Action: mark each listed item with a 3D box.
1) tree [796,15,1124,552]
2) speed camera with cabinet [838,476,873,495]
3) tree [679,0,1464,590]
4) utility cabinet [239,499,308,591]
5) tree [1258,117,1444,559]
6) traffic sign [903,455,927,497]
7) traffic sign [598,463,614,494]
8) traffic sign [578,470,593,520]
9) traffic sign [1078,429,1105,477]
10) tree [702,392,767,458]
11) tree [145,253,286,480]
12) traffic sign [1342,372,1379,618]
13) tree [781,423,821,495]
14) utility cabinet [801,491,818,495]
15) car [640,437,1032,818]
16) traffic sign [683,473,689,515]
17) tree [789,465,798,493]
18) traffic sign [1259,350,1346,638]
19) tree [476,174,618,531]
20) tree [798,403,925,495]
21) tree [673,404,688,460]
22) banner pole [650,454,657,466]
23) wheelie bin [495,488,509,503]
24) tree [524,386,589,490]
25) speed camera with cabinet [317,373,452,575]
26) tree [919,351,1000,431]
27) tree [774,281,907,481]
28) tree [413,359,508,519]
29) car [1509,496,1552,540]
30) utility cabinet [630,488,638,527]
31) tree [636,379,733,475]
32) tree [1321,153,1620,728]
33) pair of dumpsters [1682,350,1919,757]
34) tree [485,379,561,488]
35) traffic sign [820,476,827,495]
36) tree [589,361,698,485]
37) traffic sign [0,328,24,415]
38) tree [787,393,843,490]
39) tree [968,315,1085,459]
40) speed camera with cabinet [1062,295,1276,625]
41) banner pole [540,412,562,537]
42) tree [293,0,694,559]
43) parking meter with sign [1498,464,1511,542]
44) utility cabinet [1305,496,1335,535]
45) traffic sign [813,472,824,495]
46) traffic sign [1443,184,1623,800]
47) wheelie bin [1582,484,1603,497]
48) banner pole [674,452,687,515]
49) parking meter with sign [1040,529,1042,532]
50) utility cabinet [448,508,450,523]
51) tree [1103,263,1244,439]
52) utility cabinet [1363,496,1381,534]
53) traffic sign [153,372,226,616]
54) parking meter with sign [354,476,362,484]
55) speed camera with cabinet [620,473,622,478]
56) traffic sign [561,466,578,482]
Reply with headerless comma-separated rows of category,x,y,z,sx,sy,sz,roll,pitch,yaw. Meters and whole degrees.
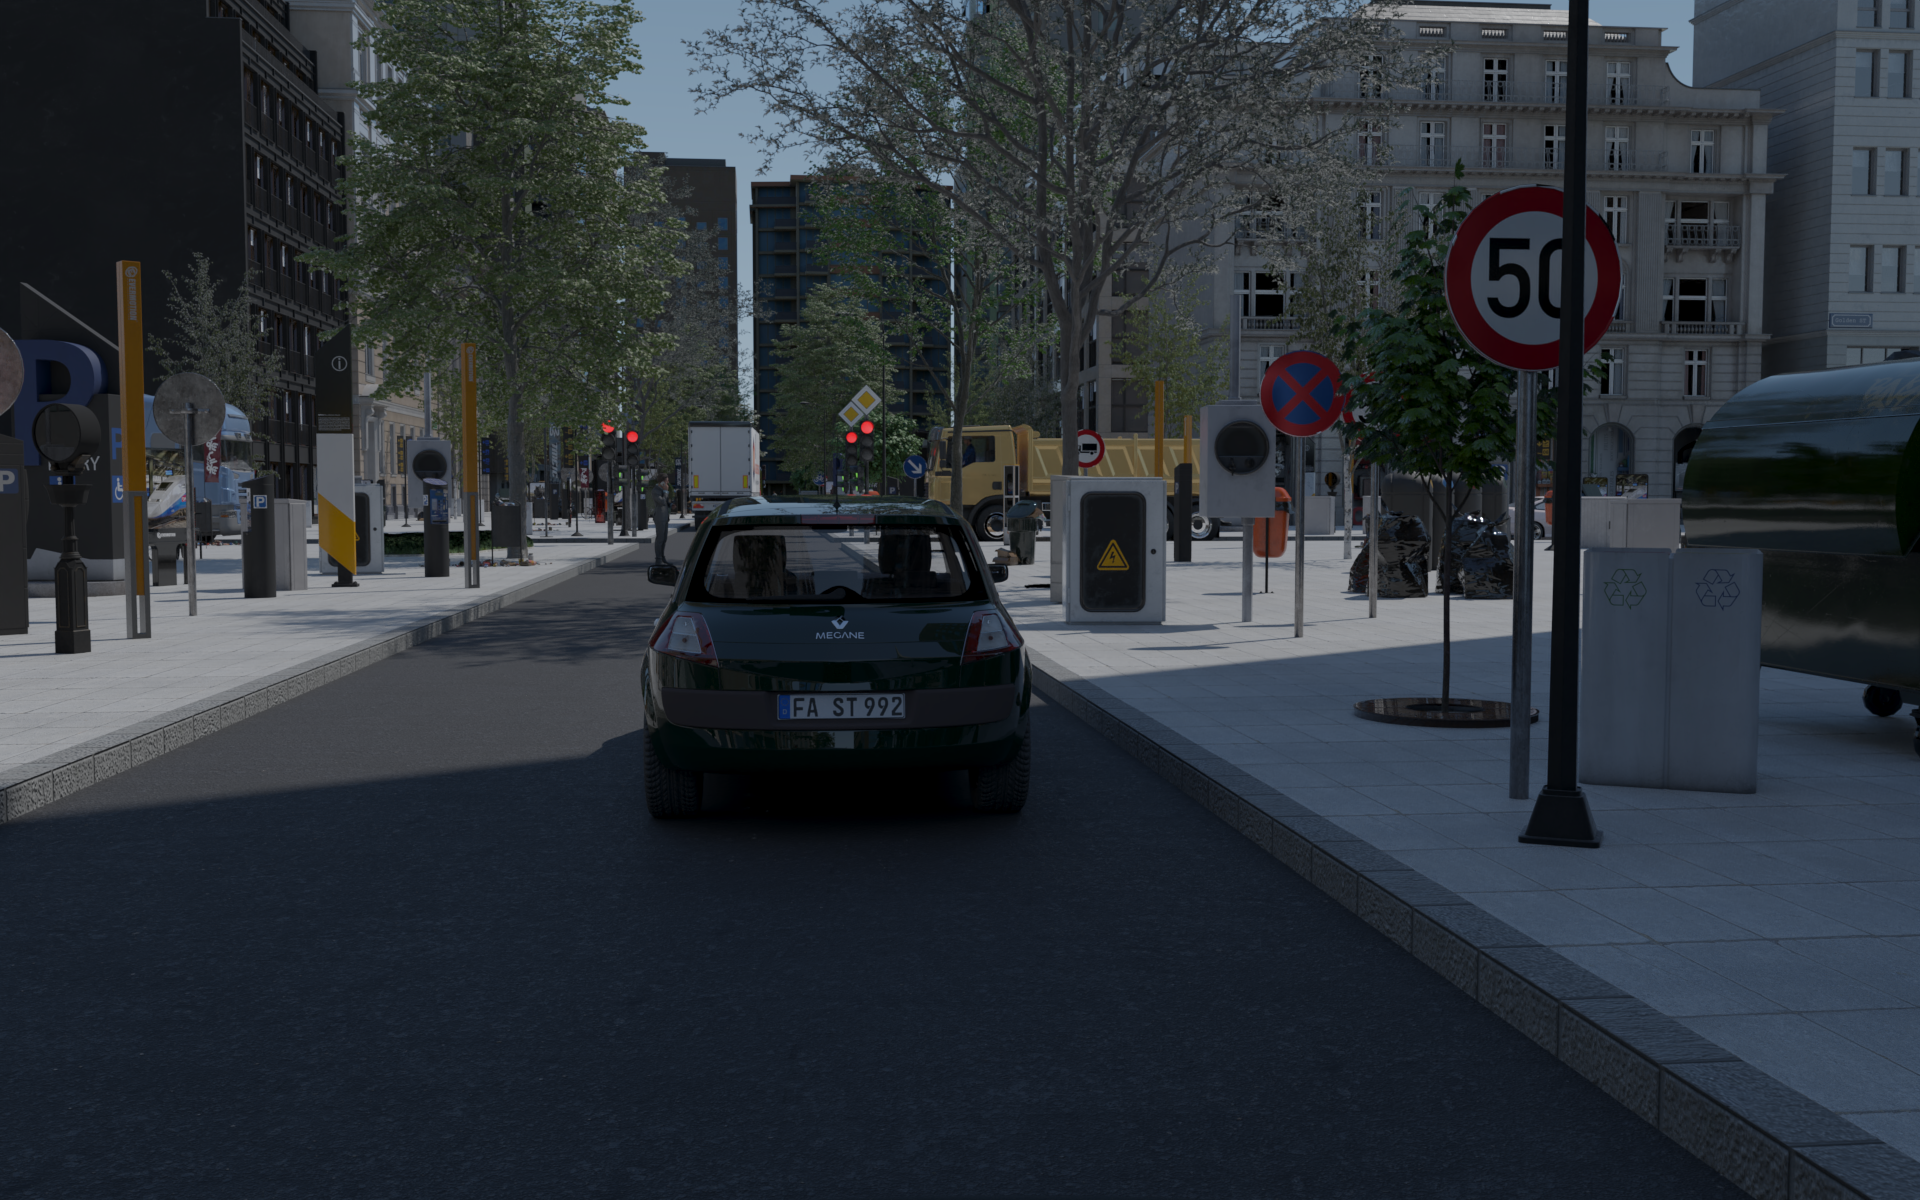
tree,0.046,-6.862,37.954,9.928,11.665,9.643,0,3,0
speed camera with cabinet,-3.998,-4.399,66.259,0.660,3.252,2.038,1,4,22
tree,1.525,-6.894,23.089,12.009,13.543,11.850,0,3,0
utility cabinet,-9.219,-0.741,23.281,1.020,1.237,0.306,2,4,31
tree,7.659,-5.092,33.613,4.360,8.622,3.978,0,3,0
traffic sign,-1.467,-3.457,56.621,0.768,2.556,0.104,0,4,0
traffic sign,-14.364,-4.318,70.704,0.768,2.556,0.104,0,4,-5
traffic sign,-18.796,-5.312,86.957,0.768,2.556,0.104,0,4,0
traffic sign,2.465,-2.073,34.005,0.768,2.556,0.104,0,4,-4
tree,-25.882,-17.339,190.141,9.857,13.997,8.962,0,3,0
tree,-22.394,-6.254,52.623,4.360,8.622,3.978,0,3,0
traffic sign,4.282,-1.088,17.890,0.768,2.556,0.104,0,4,-6
tree,-14.813,-12.836,160.236,4.360,8.622,3.978,0,3,0
utility cabinet,-10.879,-7.115,125.014,1.173,1.500,0.318,0,4,5
car,-0.677,0.041,9.121,2.009,1.686,4.222,0,4,-5
traffic sign,-16.655,-6.389,104.558,0.768,2.556,0.104,0,4,-6
tree,-12.039,-9.478,138.686,4.285,4.588,4.351,0,3,0
traffic sign,3.036,-0.938,15.439,0.768,2.556,0.104,0,4,0
tree,-11.514,-9.155,60.052,12.009,13.543,11.850,0,3,0
tree,-2.897,-4.641,59.596,4.285,4.588,4.351,0,3,0
tree,-20.065,-12.938,137.288,9.928,11.665,9.643,0,3,0
banner pole,-19.200,-7.256,108.644,0.863,3.779,0.401,2,4,34
wheelie bin,-25.641,-5.473,97.393,0.980,1.594,0.693,-2,4,-27
tree,-24.889,-9.748,109.745,4.737,8.622,4.395,0,3,0
speed camera with cabinet,-9.283,-2.056,27.949,2.038,3.252,0.660,-1,4,-19
tree,0.180,-8.355,86.967,4.737,8.622,4.395,0,3,0
tree,-6.569,-10.681,92.759,7.486,12.596,7.792,0,3,0
tree,-25.228,-8.370,87.207,4.737,8.622,4.395,0,3,0
car,17.910,-2.390,51.435,4.827,1.381,2.083,0,4,-6
utility cabinet,-12.640,-3.609,67.679,0.318,1.500,1.173,-2,4,-25
tree,-19.578,-11.728,126.158,8.767,10.594,7.601,-1,4,-20
tree,2.934,-0.936,9.911,1.663,3.219,1.824,0,3,0
pair of dumpsters,5.150,-0.327,7.838,1.574,2.255,4.437,0,4,-7
tree,-25.218,-9.205,100.869,4.360,8.622,3.978,0,3,0
traffic sign,-9.019,-6.979,114.213,0.768,2.556,0.104,0,4,1
tree,-15.127,-8.290,85.910,4.737,8.622,4.395,0,3,0
traffic sign,-7.128,-0.756,12.468,0.768,2.556,0.104,0,4,-4
tree,-9.633,-10.368,119.875,4.737,8.622,4.395,0,3,0
tree,2.831,-7.369,70.848,4.360,8.622,3.978,0,3,0
speed camera with cabinet,2.053,-1.394,17.120,2.038,3.252,0.660,0,4,0
banner pole,-12.072,-3.739,51.149,0.863,3.779,0.401,2,4,32
tree,-9.178,-7.112,34.402,7.486,12.596,7.792,0,3,0
parking meter with sign,10.684,-2.346,34.611,0.543,3.016,1.738,0,4,6
utility cabinet,11.326,-2.665,54.742,1.020,1.237,0.306,3,5,43
traffic sign,-7.991,-6.019,98.513,0.768,2.556,0.104,0,4,-5
traffic sign,2.359,-0.436,7.231,0.768,2.556,0.104,0,4,-6
wheelie bin,19.960,-2.885,55.077,0.980,1.594,0.693,-1,4,-22
banner pole,-16.697,-6.969,103.960,0.863,3.779,0.401,-1,4,-13
parking meter with sign,1.937,-3.841,59.060,1.738,3.016,0.543,0,4,-5
utility cabinet,-22.908,-3.976,76.168,1.020,1.237,0.306,2,4,25
tree,6.683,-6.380,54.681,4.737,8.622,4.395,0,3,0
utility cabinet,13.285,-2.720,55.627,0.306,1.237,1.020,3,4,38
traffic sign,-8.084,-1.105,18.177,0.768,2.556,0.104,0,4,0
parking meter with sign,-25.263,-4.644,72.188,1.738,3.016,0.543,-1,4,-16
speed camera with cabinet,-14.253,-4.897,74.395,0.660,3.252,2.038,1,4,20
traffic sign,-16.870,-4.568,74.788,0.768,2.556,0.104,0,4,-2
